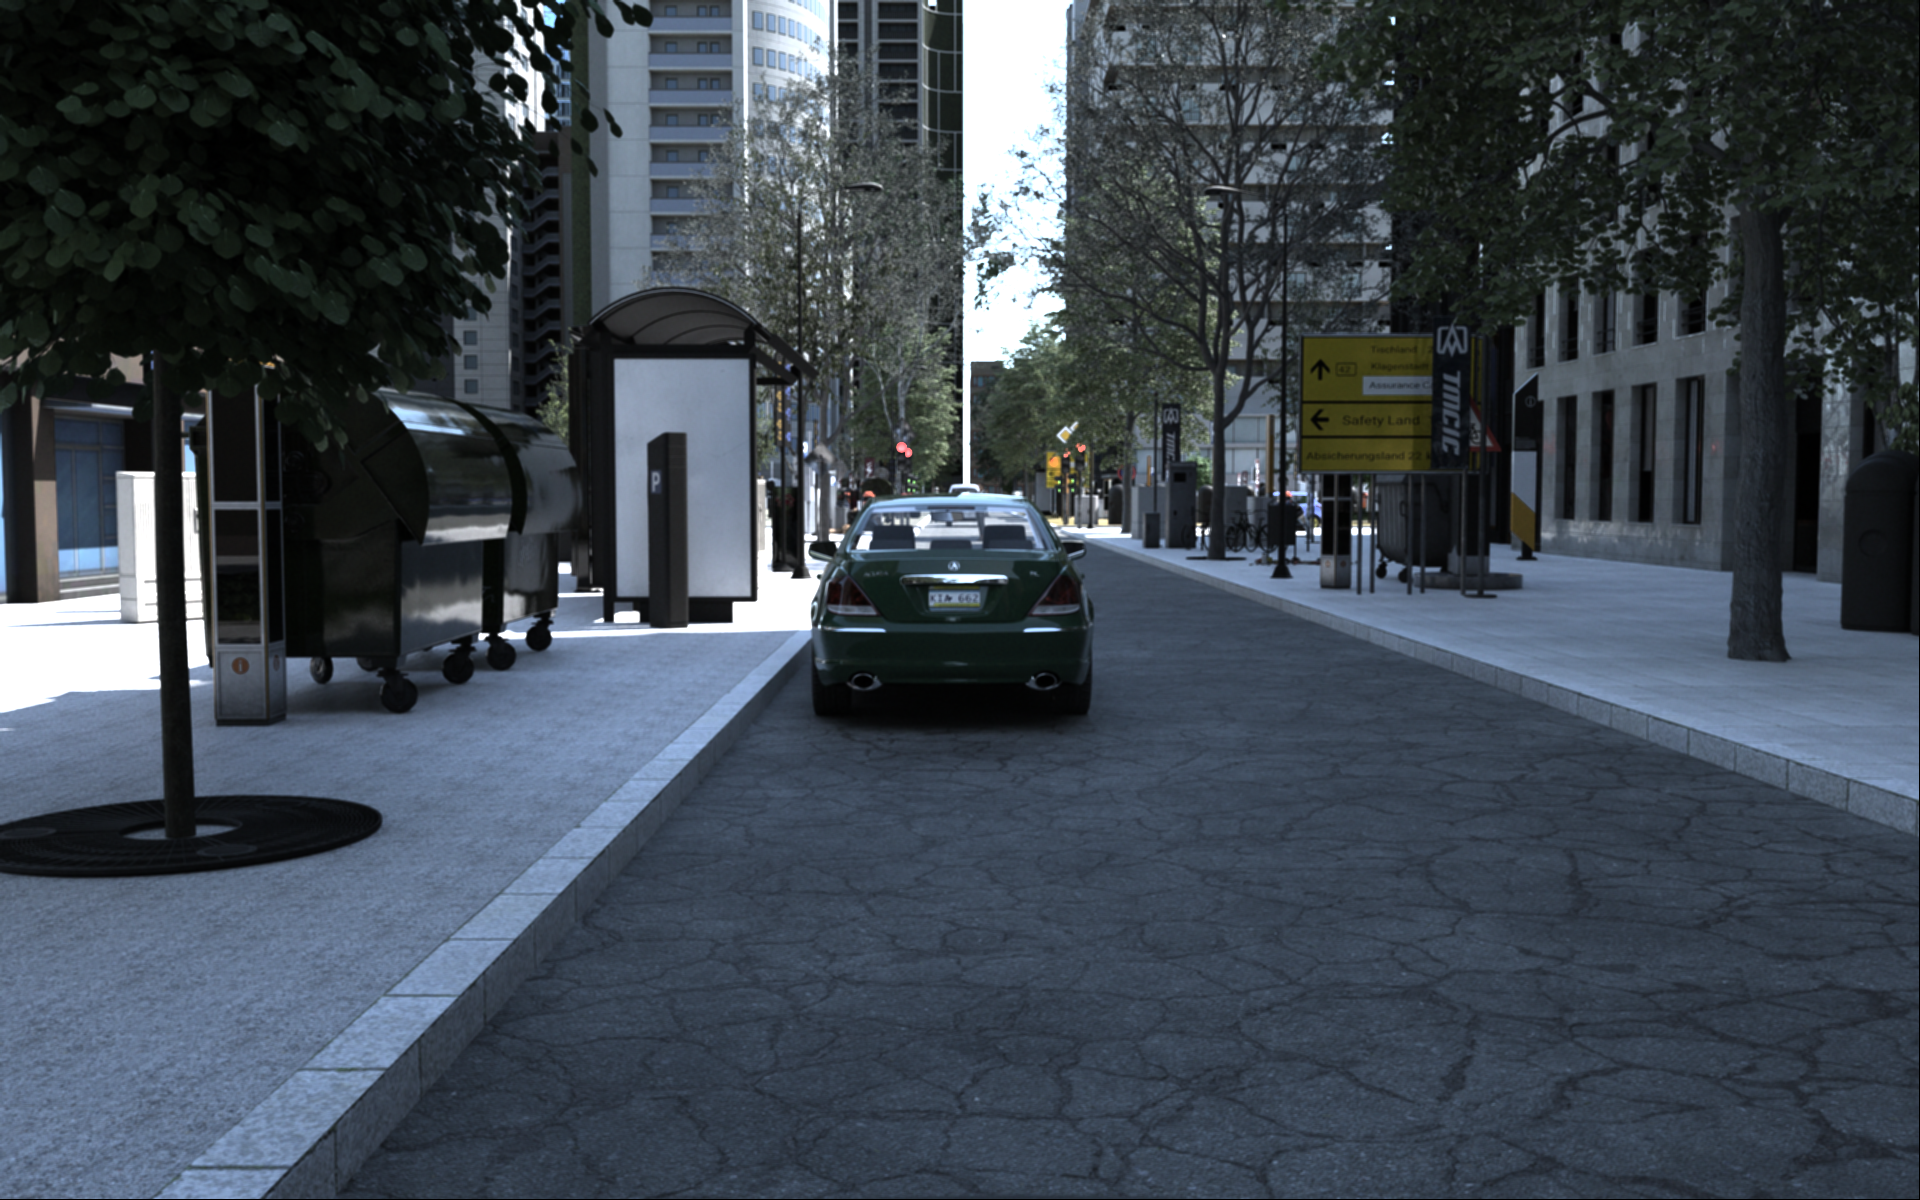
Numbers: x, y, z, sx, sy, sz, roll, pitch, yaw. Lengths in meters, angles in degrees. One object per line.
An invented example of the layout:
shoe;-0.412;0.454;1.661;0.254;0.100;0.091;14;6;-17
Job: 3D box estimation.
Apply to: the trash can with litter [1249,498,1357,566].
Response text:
trash can with litter;6.292;-1.260;31.657;2.233;1.210;1.678;0;4;-1

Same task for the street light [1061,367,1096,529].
street light;4.261;-5.553;63.339;1.470;5.913;1.316;0;4;0

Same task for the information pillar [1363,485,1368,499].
information pillar;30.399;-8.484;130.069;0.504;3.616;0.183;0;4;-5

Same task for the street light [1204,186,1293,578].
street light;4.379;-3.289;26.324;1.470;5.913;1.316;0;4;0

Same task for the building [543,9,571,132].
building;-64.136;-57.137;246.859;31.000;86.520;22.319;0;4;0

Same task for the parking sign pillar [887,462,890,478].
parking sign pillar;-5.990;-9.090;137.093;1.447;3.967;1.447;0;4;-7

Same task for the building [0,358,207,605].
building;-17.495;-22.705;21.345;14.600;45.320;14.200;0;4;0

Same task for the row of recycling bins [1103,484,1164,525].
row of recycling bins;7.977;-4.019;72.828;3.534;1.692;1.069;-1;4;-14

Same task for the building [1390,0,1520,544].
building;19.901;-13.298;47.100;12.332;23.373;15.834;0;4;0

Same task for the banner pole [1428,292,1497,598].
banner pole;6.246;-1.923;21.466;0.863;3.779;0.401;1;4;9

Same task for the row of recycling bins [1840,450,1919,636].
row of recycling bins;9.262;-0.490;15.122;1.069;1.692;3.534;-1;4;-21

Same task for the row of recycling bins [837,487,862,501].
row of recycling bins;-6.993;-6.172;108.032;1.069;1.692;3.534;-3;4;-36

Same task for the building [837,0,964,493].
building;-9.730;-49.450;246.755;20.611;71.187;20.563;0;4;0

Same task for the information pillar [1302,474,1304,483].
information pillar;26.864;-8.825;135.636;0.183;3.616;0.504;0;4;-4

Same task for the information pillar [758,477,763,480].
information pillar;-8.412;-4.164;72.576;0.304;2.012;0.304;0;4;5

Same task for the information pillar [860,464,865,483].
information pillar;-6.826;-8.028;122.615;0.504;3.616;0.183;2;4;29

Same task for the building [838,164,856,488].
building;-24.153;-30.908;197.223;23.993;40.220;32.217;0;4;0

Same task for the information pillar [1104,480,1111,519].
information pillar;7.522;-5.132;88.395;0.304;2.012;0.304;2;4;25

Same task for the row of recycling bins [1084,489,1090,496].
row of recycling bins;11.017;-7.793;134.529;3.534;1.692;1.069;2;4;30

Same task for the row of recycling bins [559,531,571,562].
row of recycling bins;-7.150;-1.581;32.964;3.534;1.692;1.069;-1;4;-9

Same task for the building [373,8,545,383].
building;-60.683;-46.772;202.971;20.611;71.187;20.563;0;4;0

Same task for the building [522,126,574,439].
building;-43.289;-34.028;206.463;14.200;45.320;14.600;0;4;0

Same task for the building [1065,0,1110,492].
building;22.623;-40.211;199.455;21.231;58.520;28.212;0;4;0

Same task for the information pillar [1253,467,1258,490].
information pillar;23.270;-8.855;136.133;0.504;3.616;0.183;-2;4;-35

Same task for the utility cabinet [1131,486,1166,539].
utility cabinet;5.382;-2.475;49.138;1.173;1.500;0.318;-3;4;-37

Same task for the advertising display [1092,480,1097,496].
advertising display;6.190;-4.594;80.319;0.123;1.923;0.974;0;4;-7

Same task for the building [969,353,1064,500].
building;15.902;-24.864;251.569;28.899;21.520;27.650;0;4;0

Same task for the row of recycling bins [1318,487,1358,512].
row of recycling bins;19.192;-4.956;88.145;1.069;1.692;3.534;-1;4;-11

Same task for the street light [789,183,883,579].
street light;-1.857;-3.270;26.007;1.470;5.913;1.316;0;4;0

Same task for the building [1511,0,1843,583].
building;17.786;-10.749;30.491;10.420;20.320;16.860;0;4;0

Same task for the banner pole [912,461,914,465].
banner pole;-3.488;-8.466;128.432;0.401;3.779;0.863;1;4;17

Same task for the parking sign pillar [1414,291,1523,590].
parking sign pillar;6.993;-2.157;23.738;1.447;3.967;1.447;1;4;10

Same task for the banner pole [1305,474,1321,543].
banner pole;9.468;-3.381;45.293;0.863;3.779;0.401;0;4;-4

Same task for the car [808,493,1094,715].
car;-0.085;-0.054;12.679;2.131;1.459;4.920;0;4;-1

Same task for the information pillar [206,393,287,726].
information pillar;-3.972;-0.316;9.651;0.304;2.012;0.304;0;4;-2

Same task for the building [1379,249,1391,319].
building;49.331;-26.699;208.225;14.107;30.474;14.160;0;4;0

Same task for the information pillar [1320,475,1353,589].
information pillar;5.110;-1.163;23.507;0.304;2.012;0.304;-2;4;-31

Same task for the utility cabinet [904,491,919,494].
utility cabinet;-3.530;-7.063;124.161;1.173;1.500;0.318;0;4;1

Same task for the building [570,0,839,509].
building;-22.629;-37.767;159.492;21.231;58.520;28.212;0;4;0

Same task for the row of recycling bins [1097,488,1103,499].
row of recycling bins;9.392;-5.527;97.486;3.534;1.692;1.069;3;4;38

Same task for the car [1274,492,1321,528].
car;12.592;-3.629;68.926;3.694;1.707;1.945;0;3;0

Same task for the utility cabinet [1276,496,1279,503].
utility cabinet;9.620;-2.619;53.979;0.306;1.237;1.020;3;5;42

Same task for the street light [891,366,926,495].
street light;-1.917;-5.536;63.053;1.470;5.913;1.316;0;4;0

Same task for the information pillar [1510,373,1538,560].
information pillar;10.936;-2.580;33.539;0.504;3.616;0.183;-1;4;-8

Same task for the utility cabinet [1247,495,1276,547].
utility cabinet;7.312;-1.906;42.324;0.306;1.237;1.020;-1;4;-12

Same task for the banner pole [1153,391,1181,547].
banner pole;4.969;-3.185;42.093;0.863;3.779;0.401;2;4;23

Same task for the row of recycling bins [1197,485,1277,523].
row of recycling bins;12.320;-4.275;77.005;3.534;1.692;1.069;1;4;15

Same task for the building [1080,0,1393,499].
building;27.127;-35.634;171.848;28.713;52.752;27.495;0;4;0
